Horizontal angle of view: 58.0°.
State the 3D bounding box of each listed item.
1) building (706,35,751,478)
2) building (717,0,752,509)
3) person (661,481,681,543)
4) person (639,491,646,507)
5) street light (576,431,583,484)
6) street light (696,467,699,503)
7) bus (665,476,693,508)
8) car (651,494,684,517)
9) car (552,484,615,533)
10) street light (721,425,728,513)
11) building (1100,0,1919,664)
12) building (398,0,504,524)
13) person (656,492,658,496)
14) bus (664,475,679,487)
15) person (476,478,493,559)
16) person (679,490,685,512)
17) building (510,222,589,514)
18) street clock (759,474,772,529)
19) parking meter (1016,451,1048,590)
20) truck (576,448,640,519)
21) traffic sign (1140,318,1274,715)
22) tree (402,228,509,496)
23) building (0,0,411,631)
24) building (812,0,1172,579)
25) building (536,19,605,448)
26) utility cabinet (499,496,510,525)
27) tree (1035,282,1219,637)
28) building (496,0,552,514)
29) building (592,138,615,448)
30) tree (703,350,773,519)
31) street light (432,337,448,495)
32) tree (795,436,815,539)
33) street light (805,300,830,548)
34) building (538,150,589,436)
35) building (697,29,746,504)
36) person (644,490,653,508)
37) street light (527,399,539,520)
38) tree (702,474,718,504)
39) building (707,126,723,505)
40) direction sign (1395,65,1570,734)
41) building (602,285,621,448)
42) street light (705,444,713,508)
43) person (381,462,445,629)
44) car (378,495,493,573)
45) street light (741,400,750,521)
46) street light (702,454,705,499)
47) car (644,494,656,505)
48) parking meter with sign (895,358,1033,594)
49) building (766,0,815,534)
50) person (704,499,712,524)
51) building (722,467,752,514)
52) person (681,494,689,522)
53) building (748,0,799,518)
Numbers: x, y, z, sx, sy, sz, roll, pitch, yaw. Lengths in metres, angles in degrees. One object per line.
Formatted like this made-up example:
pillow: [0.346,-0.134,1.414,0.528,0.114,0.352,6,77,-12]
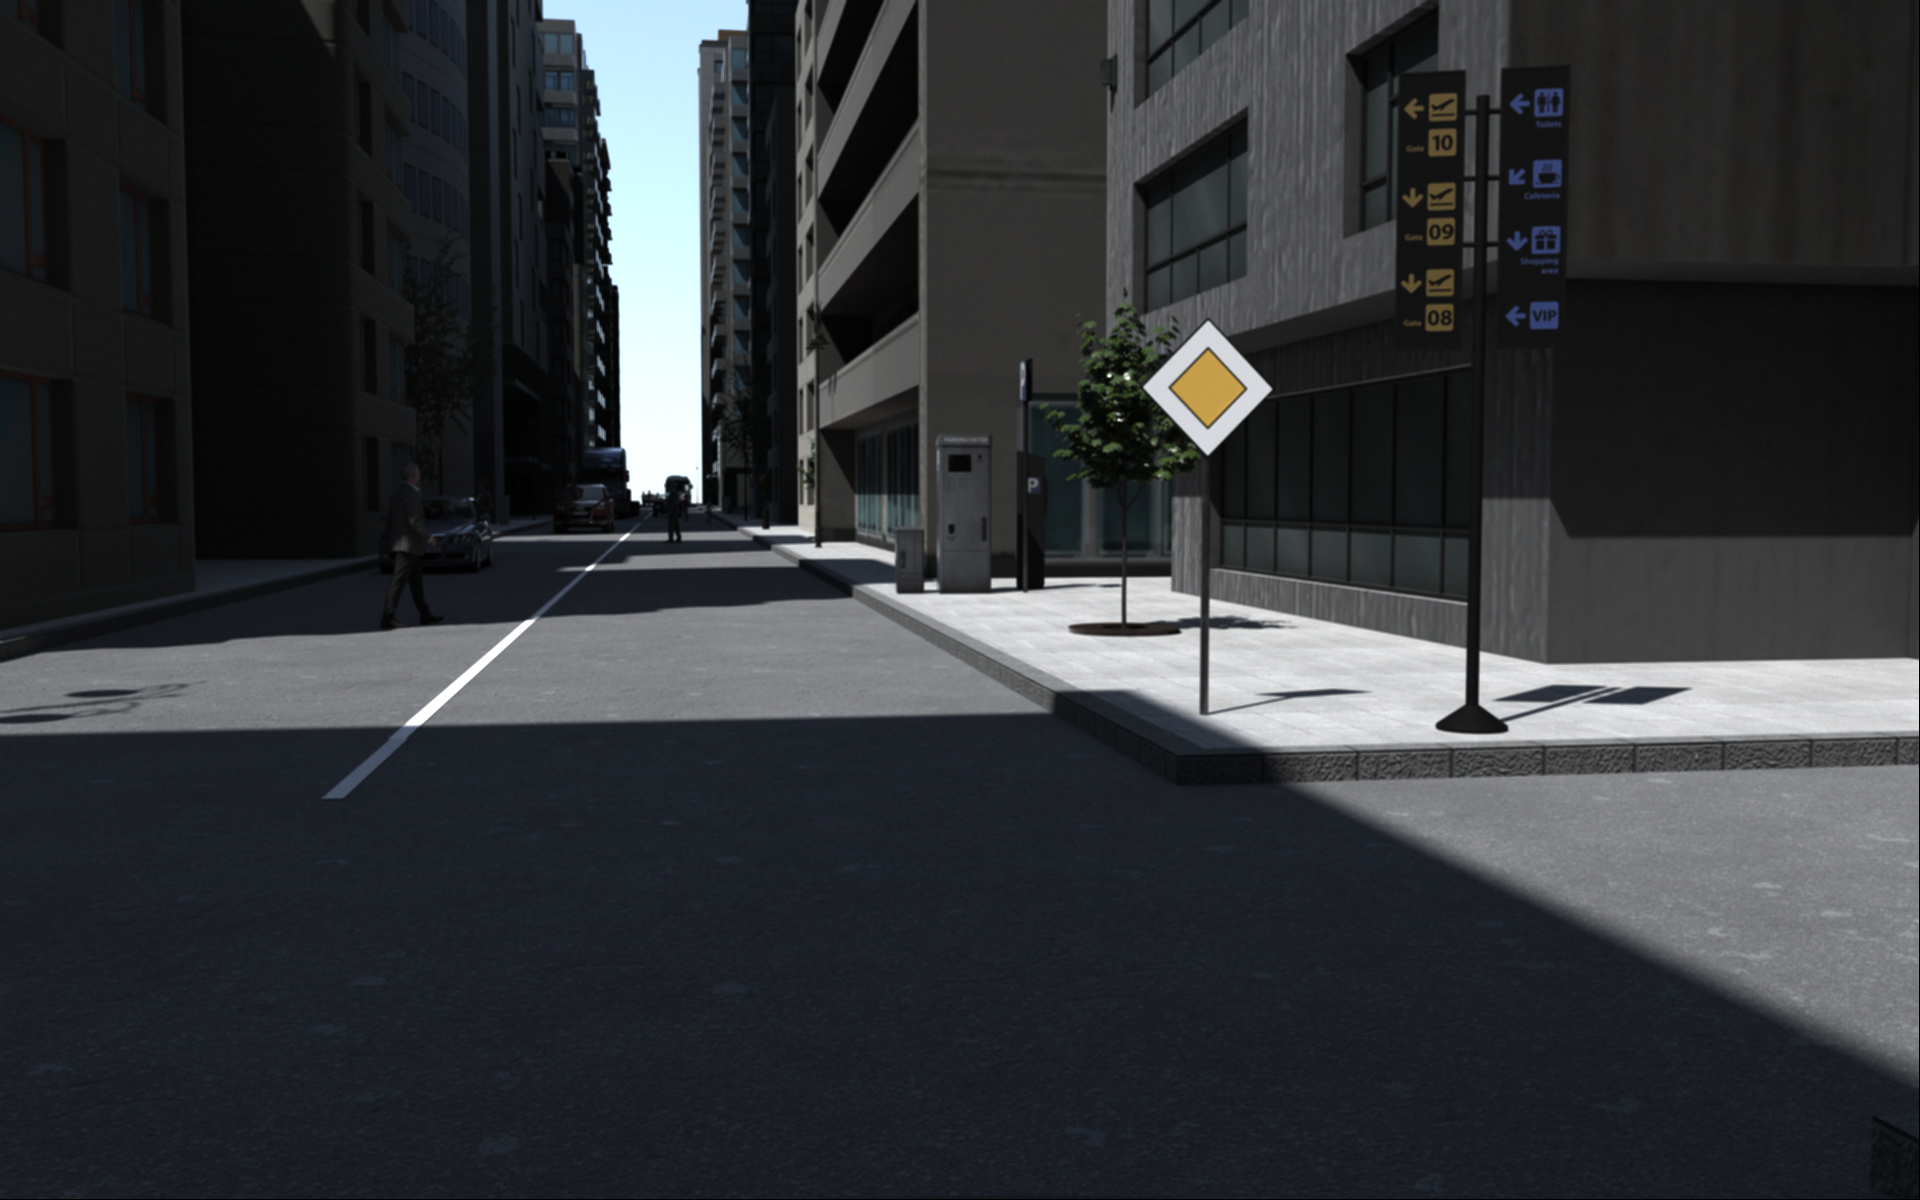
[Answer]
building: [-15.333,-34.650,186.137,23.786,49.044,30.456,-1,4,-9]
building: [-8.712,-50.801,143.263,22.319,86.520,31.000,-1,4,-9]
person: [-8.524,-2.593,51.069,0.590,1.801,0.661,0,4,-2]
person: [-35.009,-11.129,191.147,1.217,1.739,0.721,3,5,41]
street light: [-27.821,-9.421,126.824,0.468,5.910,1.993,-1,4,-9]
street light: [-36.615,-16.427,241.369,0.468,5.910,1.993,-1,4,-9]
bus: [-30.228,-11.698,186.119,2.948,3.499,13.247,-1,4,-8]
car: [-18.580,-6.009,110.049,2.131,1.459,4.920,-1,4,-9]
car: [-14.036,-3.431,64.776,2.281,1.827,5.304,-1,4,-9]
street light: [-15.807,-8.790,116.506,0.468,5.910,1.993,-1,4,-9]
building: [9.788,-14.954,16.206,14.107,30.474,14.160,-1,4,-9]
building: [-28.662,-31.748,61.077,21.231,58.520,28.212,-1,4,-9]
person: [-40.627,-13.665,232.440,1.217,1.766,0.721,-3,5,-43]
bus: [-37.369,-14.440,227.643,2.896,3.916,12.252,-1,4,-10]
person: [-10.038,-1.667,36.299,0.362,1.759,0.519,-3,5,-44]
person: [-21.587,-7.677,134.731,0.721,1.736,1.217,-3,5,-45]
building: [-41.110,-16.975,122.580,27.650,21.520,28.899,-1,4,-9]
street clock: [-7.084,-3.584,63.175,0.358,2.002,0.471,3,4,38]
parking meter: [0.969,-1.079,23.347,0.399,1.863,0.255,0,4,-5]
truck: [-21.278,-7.106,105.947,2.967,4.110,18.799,0,4,-8]
traffic sign: [1.415,-0.389,10.000,0.795,2.450,0.064,-1,4,-9]
tree: [-14.576,-5.922,47.191,4.737,8.622,4.395,0,3,0]
building: [-24.727,-11.060,25.873,27.650,21.520,28.899,-1,4,-9]
building: [8.297,-25.267,36.817,21.300,48.544,21.600,-1,4,-9]
building: [-48.215,-34.119,177.456,23.786,49.044,30.456,-1,4,-9]
utility cabinet: [-18.811,-3.692,71.527,0.306,1.237,1.020,0,4,-8]
tree: [1.413,-1.304,15.921,1.663,3.219,1.824,0,3,0]
building: [-36.939,-30.829,93.286,28.713,52.752,27.495,-1,4,-9]
building: [-52.888,-33.774,206.824,22.147,44.769,28.867,-1,4,-9]
tree: [-10.698,-8.401,87.721,4.360,8.622,3.978,0,3,0]
street light: [-15.245,-4.770,50.776,0.468,5.910,1.993,-1,4,-9]
tree: [-3.973,-3.370,49.699,1.663,3.219,1.824,0,3,0]
street light: [-3.402,-4.199,41.447,0.468,5.910,1.993,-1,4,-9]
building: [-38.556,-22.800,144.482,14.160,30.474,14.107,-1,4,-9]
building: [-23.677,-41.991,228.554,21.231,58.520,28.212,-1,4,-9]
person: [-31.398,-10.178,174.909,1.348,1.824,0.705,3,5,39]
street light: [-20.884,-6.847,84.743,0.468,5.910,1.993,-1,4,-9]
tree: [-23.852,-10.512,166.475,1.663,3.219,1.824,0,3,0]
building: [-23.062,-34.097,207.602,14.600,45.320,14.200,-1,4,-9]
direction sign: [2.789,-1.060,9.333,0.876,3.537,0.379,1,4,12]
building: [-52.296,-27.975,229.096,14.160,30.474,14.107,-1,4,-9]
street light: [-22.872,-11.391,159.030,0.468,5.910,1.993,-1,4,-9]
person: [-5.894,-0.600,18.705,0.661,1.777,0.834,3,5,42]
car: [-9.924,-1.283,32.987,2.014,1.417,4.499,-1,4,-11]
street light: [-10.348,-6.773,83.526,0.468,5.910,1.993,-1,4,-9]
street light: [-29.486,-13.855,199.320,0.468,5.910,1.993,-1,4,-9]
car: [-39.366,-12.749,220.251,2.131,1.459,4.920,-1,4,-8]
parking meter with sign: [0.034,-1.599,22.407,1.738,3.016,0.543,0,4,-7]
building: [6.729,-13.822,71.022,27.650,21.520,28.899,-1,4,-9]
person: [-12.046,-4.245,82.916,0.382,1.210,0.505,0,4,-3]
building: [0.011,-26.073,118.180,32.217,40.220,23.993,-1,4,-9]
person: [-14.214,-4.761,89.571,0.599,1.433,0.991,-2,4,-29]
building: [-4.928,-19.970,98.217,14.160,30.474,14.107,-1,4,-9]
